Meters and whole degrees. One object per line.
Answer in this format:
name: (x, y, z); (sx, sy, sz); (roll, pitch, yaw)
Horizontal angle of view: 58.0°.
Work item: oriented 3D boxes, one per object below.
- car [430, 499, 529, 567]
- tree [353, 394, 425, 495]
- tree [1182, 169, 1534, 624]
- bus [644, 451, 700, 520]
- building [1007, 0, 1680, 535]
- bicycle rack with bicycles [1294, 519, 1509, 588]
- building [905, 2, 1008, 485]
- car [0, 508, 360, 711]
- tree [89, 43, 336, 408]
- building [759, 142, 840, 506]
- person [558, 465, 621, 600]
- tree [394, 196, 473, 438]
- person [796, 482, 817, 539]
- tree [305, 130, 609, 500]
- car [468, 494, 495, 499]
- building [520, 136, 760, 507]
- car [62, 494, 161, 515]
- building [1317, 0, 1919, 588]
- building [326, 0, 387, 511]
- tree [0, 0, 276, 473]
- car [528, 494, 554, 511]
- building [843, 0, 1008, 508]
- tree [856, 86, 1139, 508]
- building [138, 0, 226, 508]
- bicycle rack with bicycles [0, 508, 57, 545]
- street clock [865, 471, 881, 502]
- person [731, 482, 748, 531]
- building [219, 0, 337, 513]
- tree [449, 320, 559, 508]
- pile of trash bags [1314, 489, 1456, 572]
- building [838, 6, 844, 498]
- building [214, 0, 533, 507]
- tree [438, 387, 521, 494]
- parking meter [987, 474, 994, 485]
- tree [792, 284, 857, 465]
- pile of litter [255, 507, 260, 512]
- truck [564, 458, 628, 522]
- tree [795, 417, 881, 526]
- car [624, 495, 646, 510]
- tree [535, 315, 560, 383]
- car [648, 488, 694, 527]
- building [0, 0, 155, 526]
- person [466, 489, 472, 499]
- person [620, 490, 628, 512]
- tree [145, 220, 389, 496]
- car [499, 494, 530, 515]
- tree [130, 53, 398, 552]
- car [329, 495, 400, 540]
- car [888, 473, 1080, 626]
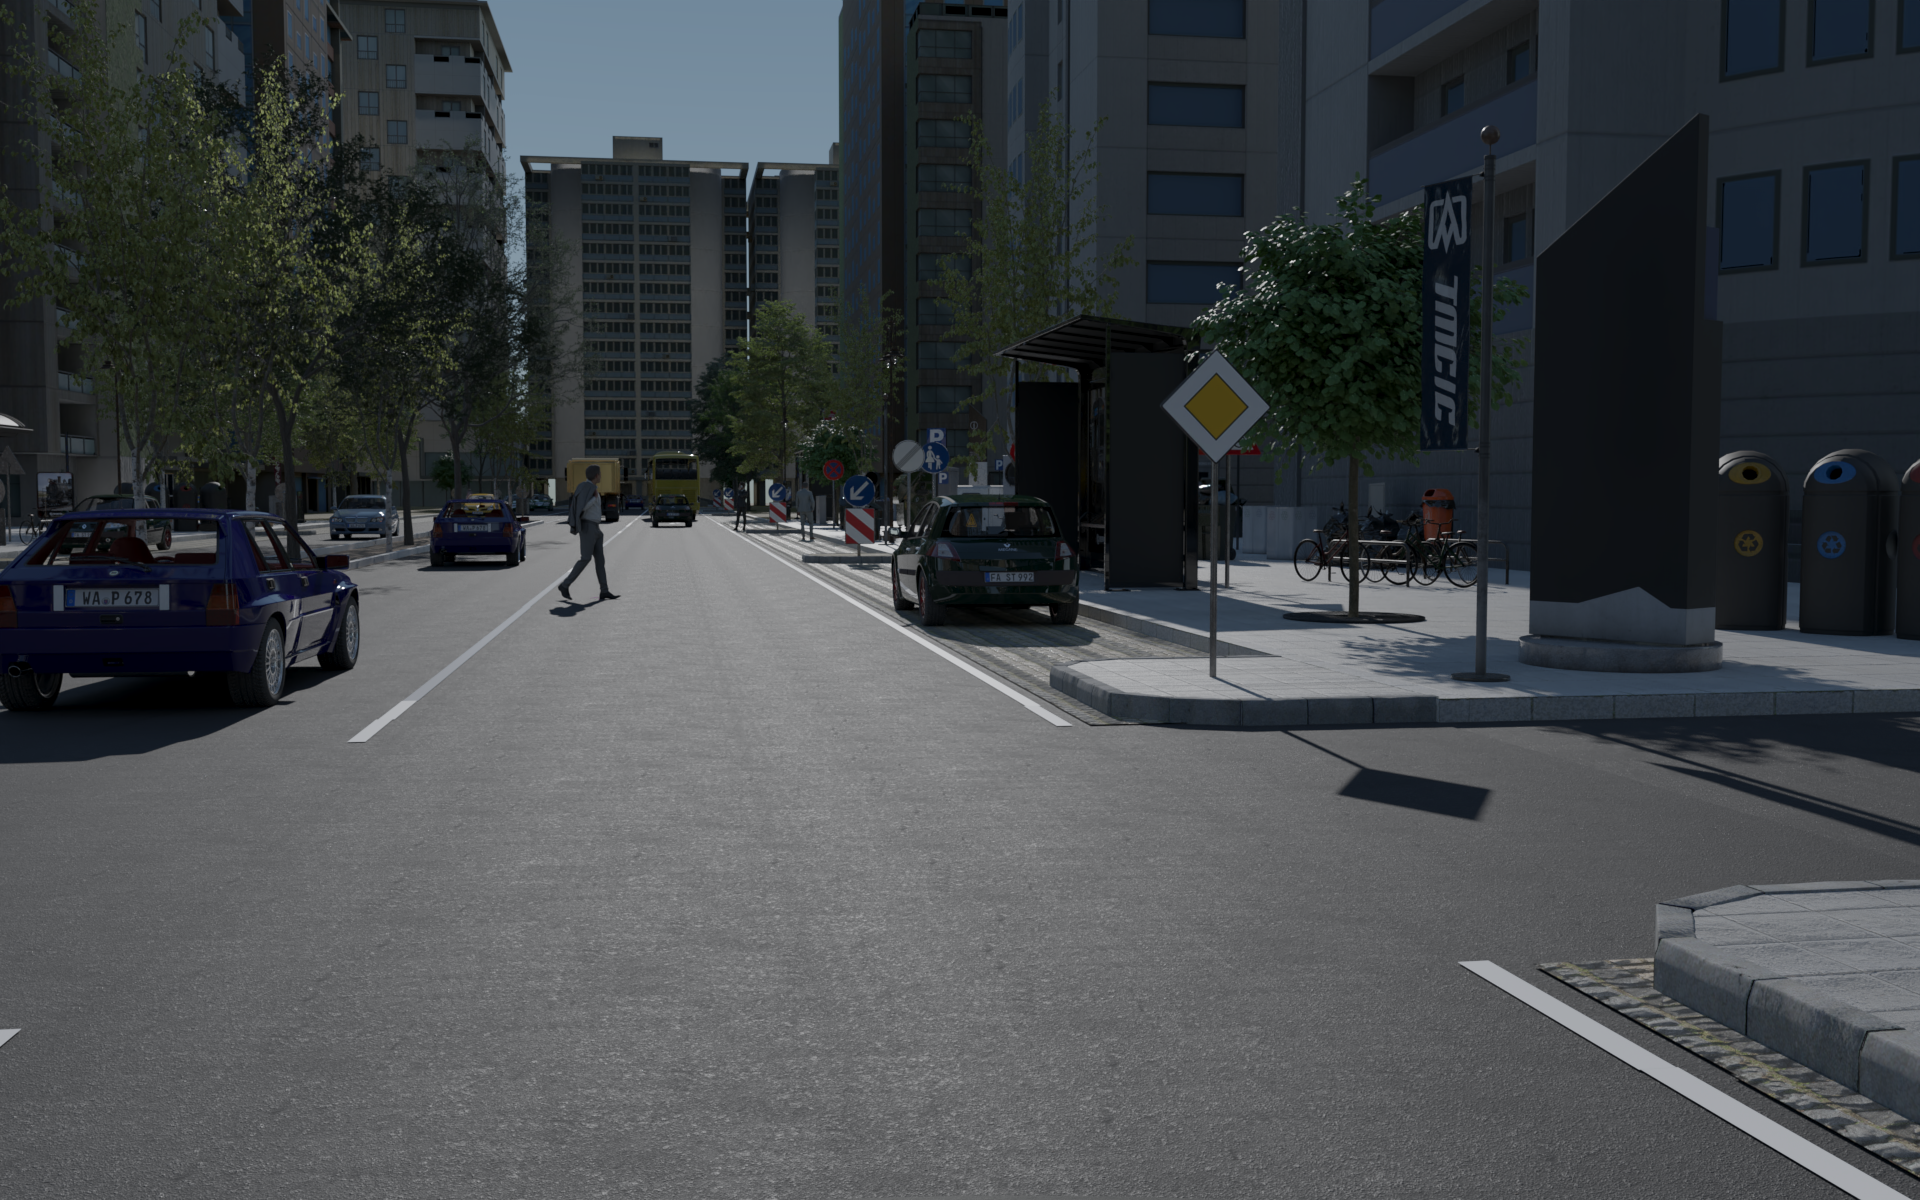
car: (-9.903, -1.416, 35.725); (1.945, 1.354, 3.894); (-1, 4, -11)
tree: (-33.672, -9.204, 100.851); (4.737, 8.622, 4.395); (0, 3, 0)
tree: (4.025, -2.082, 17.760); (4.285, 4.588, 4.351); (0, 3, 0)
bus: (-16.527, -6.598, 99.431); (2.896, 3.916, 12.252); (-1, 4, -12)
building: (12.629, -32.472, 72.911); (21.231, 58.520, 28.212); (-1, 4, -10)
bicycle rack with bicycles: (6.535, -0.696, 24.754); (2.852, 0.926, 2.925); (-2, 4, -24)
building: (3.411, -20.509, 107.027); (14.160, 30.474, 14.107); (-1, 4, -10)
car: (-5.653, -0.019, 12.883); (1.945, 1.354, 3.894); (0, 4, -8)
tree: (-13.405, -5.990, 34.807); (8.767, 10.594, 7.601); (-1, 4, -10)
building: (-11.596, -30.728, 194.291); (23.993, 40.220, 32.217); (-1, 4, -10)
person: (-5.040, -0.910, 23.484); (0.850, 1.850, 0.679); (0, 4, 0)
tree: (-13.996, -5.472, 42.279); (4.360, 8.622, 3.978); (0, 3, 0)
person: (-4.836, -2.798, 54.346); (0.635, 1.810, 0.391); (0, 4, 6)
tree: (-16.947, -8.889, 58.155); (12.009, 13.543, 11.850); (0, 3, 0)
car: (-25.372, -4.991, 91.822); (2.015, 1.641, 3.980); (-1, 4, -10)
building: (-35.345, -30.517, 190.840); (23.993, 40.220, 32.217); (-1, 4, -10)
car: (-20.747, -1.999, 42.464); (2.009, 1.686, 4.222); (0, 4, -8)
building: (22.649, -30.014, 32.723); (28.212, 58.520, 21.231); (-1, 4, -10)
building: (-61.677, -29.383, 135.030); (28.867, 44.769, 22.147); (-1, 4, -10)
tree: (-11.325, -4.334, 23.687); (4.737, 8.622, 4.395); (0, 3, 0)
car: (-35.117, -8.156, 145.155); (2.131, 1.459, 4.920); (-1, 4, -10)
building: (-1.452, -29.626, 134.491); (14.600, 45.320, 14.200); (-1, 4, -10)
tree: (1.203, -5.009, 32.257); (4.737, 8.622, 4.395); (0, 3, 0)
building: (-54.718, -30.755, 92.076); (28.713, 52.752, 27.495); (-1, 4, -10)
bicycle rack with bicycles: (-24.336, -1.890, 44.292); (2.852, 0.926, 2.925); (0, 4, -7)
street clock: (-2.791, -3.113, 55.475); (0.471, 2.002, 0.358); (2, 4, 24)
person: (-8.547, -3.643, 67.423); (0.648, 1.900, 0.474); (3, 5, 40)
building: (-50.188, -28.401, 114.468); (14.600, 45.320, 14.200); (-1, 4, -10)
tree: (-18.856, -7.323, 72.544); (4.737, 8.622, 4.395); (0, 3, 0)
pile of trash bags: (7.569, -1.233, 29.909); (1.912, 1.369, 3.447); (-1, 4, -13)
building: (-3.521, -28.450, 148.758); (14.154, 41.232, 14.086); (-1, 4, -10)
building: (-60.450, -36.409, 184.525); (27.495, 52.752, 28.713); (-1, 4, -10)
tree: (-42.415, -13.912, 153.223); (9.928, 11.665, 9.643); (0, 3, 0)
parking meter: (0.762, -2.701, 49.876); (0.399, 1.863, 0.255); (2, 4, 34)
tree: (-3.524, -6.682, 59.614); (4.737, 8.622, 4.395); (0, 3, 0)
pile of litter: (-27.415, -3.301, 67.940); (1.176, 0.858, 1.719); (1, 4, 10)
truck: (-19.478, -5.905, 92.469); (3.469, 3.379, 9.791); (-1, 4, -11)
tree: (-4.861, -5.235, 69.311); (4.285, 4.588, 4.351); (0, 3, 0)
car: (-29.805, -8.941, 158.766); (1.945, 1.354, 3.894); (-1, 4, -9)
tree: (-15.343, -6.806, 48.147); (8.767, 10.594, 7.601); (-1, 4, -10)
car: (-12.741, -4.082, 76.532); (2.009, 1.686, 4.222); (-1, 4, -11)
building: (-42.318, -23.608, 69.583); (14.154, 41.232, 14.086); (-1, 4, -10)
person: (-31.683, -6.282, 111.877); (0.621, 1.740, 0.551); (-1, 4, -15)
person: (-26.887, -7.842, 137.233); (1.217, 1.766, 0.721); (-3, 4, -36)
tree: (-28.834, -9.265, 69.612); (7.486, 12.596, 7.792); (0, 3, 0)
car: (-31.357, -6.741, 122.010); (2.131, 1.459, 4.920); (-1, 4, -11)
tree: (-11.906, -4.657, 28.964); (4.360, 8.622, 3.978); (0, 3, 0)
car: (-19.225, -2.693, 56.040); (2.014, 1.417, 4.499); (-1, 4, -11)
car: (0.214, -0.635, 20.174); (2.009, 1.686, 4.222); (-1, 4, -8)
